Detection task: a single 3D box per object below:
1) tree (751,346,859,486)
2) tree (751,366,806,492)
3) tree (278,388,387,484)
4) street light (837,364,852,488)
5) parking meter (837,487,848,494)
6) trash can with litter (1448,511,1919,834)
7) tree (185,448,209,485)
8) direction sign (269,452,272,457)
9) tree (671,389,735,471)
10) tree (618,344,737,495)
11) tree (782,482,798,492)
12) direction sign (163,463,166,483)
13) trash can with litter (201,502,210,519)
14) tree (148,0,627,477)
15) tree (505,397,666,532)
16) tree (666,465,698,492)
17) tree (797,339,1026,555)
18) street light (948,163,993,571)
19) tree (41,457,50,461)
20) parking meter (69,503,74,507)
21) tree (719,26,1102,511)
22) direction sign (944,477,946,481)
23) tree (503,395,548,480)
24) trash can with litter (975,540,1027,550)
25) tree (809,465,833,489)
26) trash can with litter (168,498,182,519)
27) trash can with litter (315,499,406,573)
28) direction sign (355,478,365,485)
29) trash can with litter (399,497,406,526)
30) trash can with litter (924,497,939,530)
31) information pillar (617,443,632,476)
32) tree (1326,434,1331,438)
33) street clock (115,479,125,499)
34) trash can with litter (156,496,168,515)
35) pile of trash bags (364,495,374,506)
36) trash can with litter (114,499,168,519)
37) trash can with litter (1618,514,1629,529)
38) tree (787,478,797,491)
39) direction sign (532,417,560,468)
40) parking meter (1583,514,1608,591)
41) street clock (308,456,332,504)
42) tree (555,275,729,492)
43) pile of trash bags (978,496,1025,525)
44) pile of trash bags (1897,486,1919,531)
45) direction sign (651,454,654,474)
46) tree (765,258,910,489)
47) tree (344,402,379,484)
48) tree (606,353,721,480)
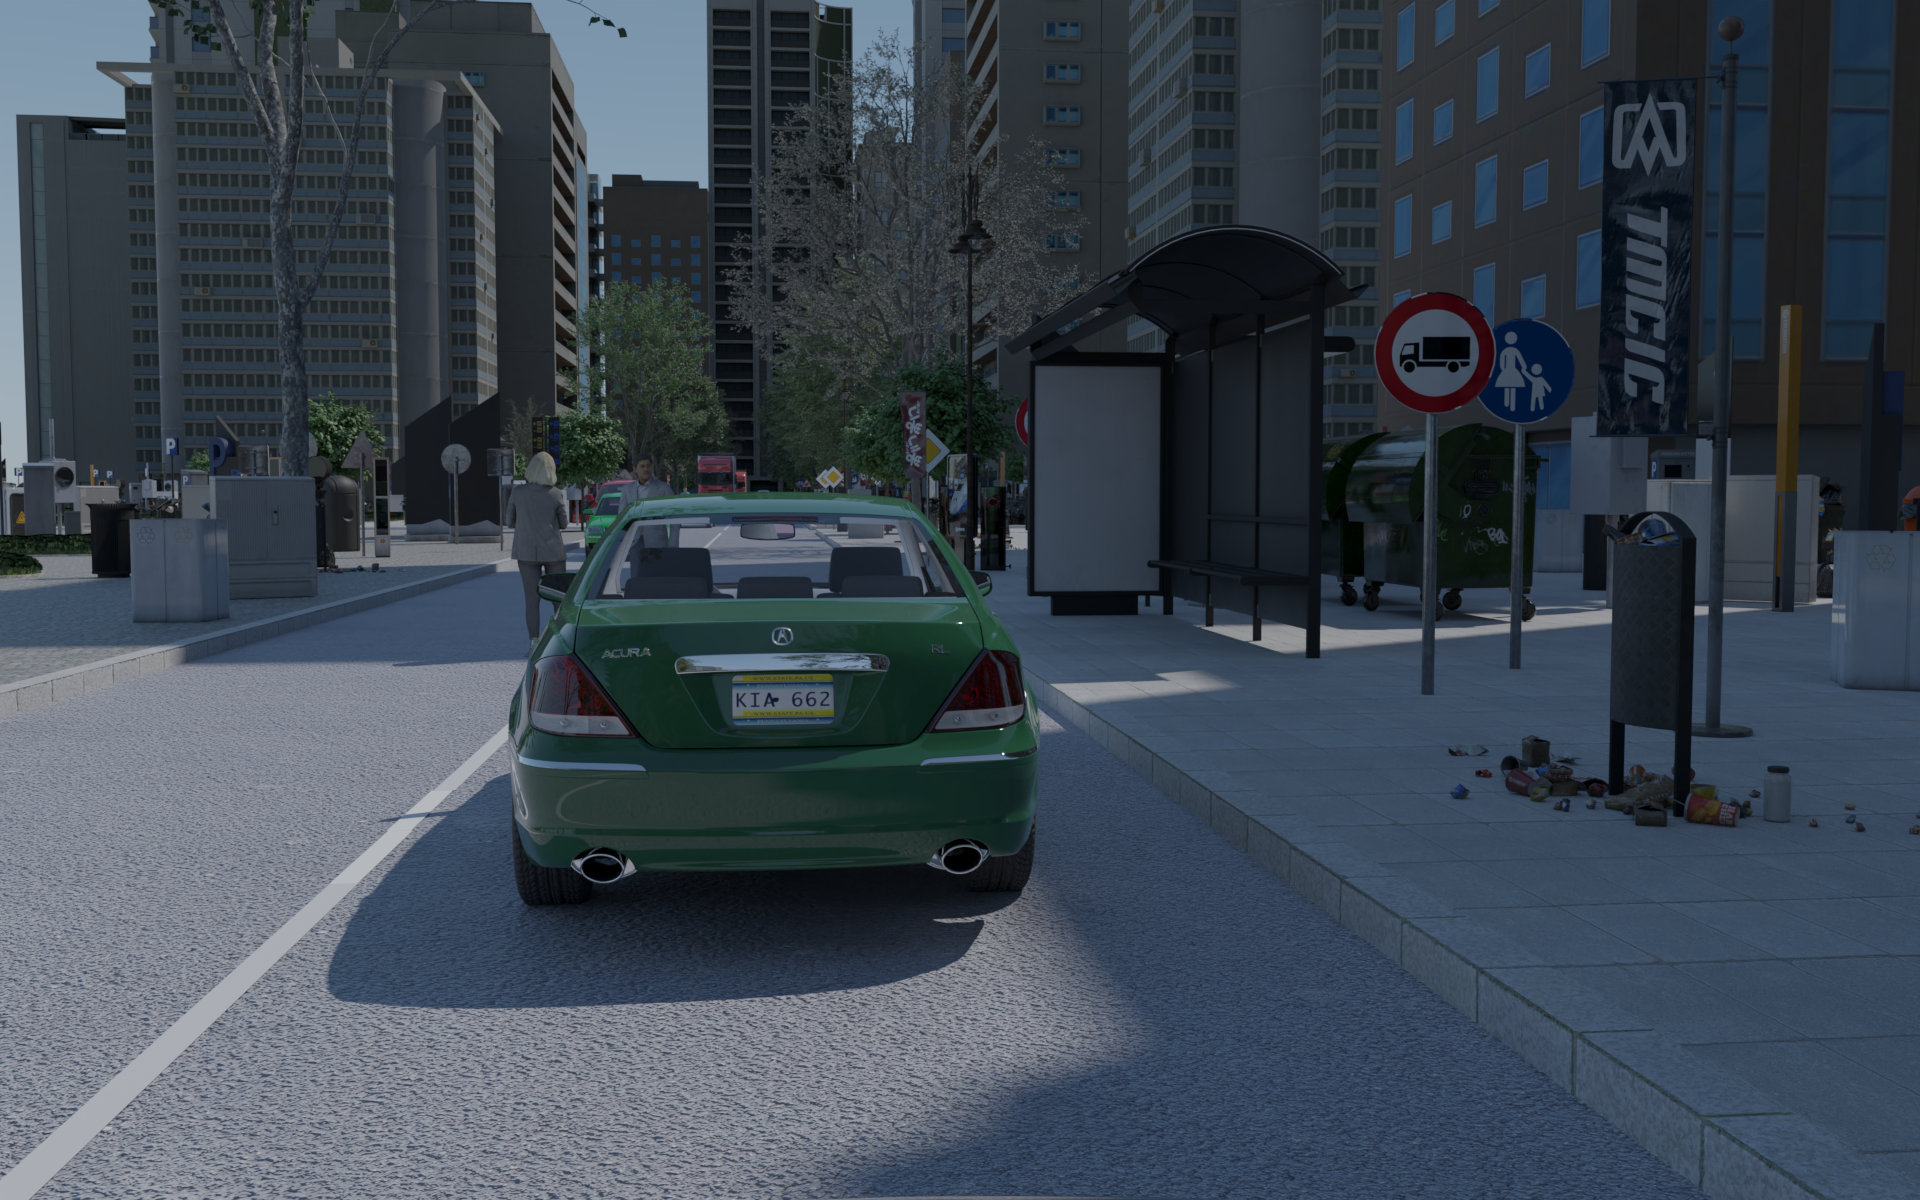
[{"bbox_3d":[-10.816,-13.005,129.641,9.611,12.733,9.660,0,3,0],"label":"tree"},{"bbox_3d":[-14.670,-15.675,162.935,9.857,13.997,8.962,0,3,0],"label":"tree"},{"bbox_3d":[-19.492,-4.282,53.731,4.285,4.588,4.351,0,3,0],"label":"tree"},{"bbox_3d":[-4.112,-5.442,61.768,0.468,5.910,1.993,0,4,-6],"label":"street light"},{"bbox_3d":[-3.986,-3.076,58.704,0.372,1.533,0.369,0,3,0],"label":"parking meter"},{"bbox_3d":[2.879,0.218,7.496,1.678,1.210,2.233,-1,4,-8],"label":"trash can with litter"},{"bbox_3d":[-53.357,-8.522,123.051,4.285,4.588,4.351,0,3,0],"label":"tree"},{"bbox_3d":[-37.003,-6.180,93.042,0.379,3.537,0.876,-1,4,-16],"label":"direction sign"},{"bbox_3d":[-25.239,-15.139,165.644,7.486,12.596,7.792,0,3,0],"label":"tree"},{"bbox_3d":[-21.681,-13.106,131.294,9.611,12.733,9.660,0,3,0],"label":"tree"},{"bbox_3d":[-16.849,-13.891,177.472,4.360,8.622,3.978,0,3,0],"label":"tree"},{"bbox_3d":[-58.036,-8.221,126.408,0.379,3.537,0.876,-1,4,-14],"label":"direction sign"},{"bbox_3d":[-10.077,-0.786,24.239,1.055,1.170,0.624,0,4,-1],"label":"trash can with litter"},{"bbox_3d":[-9.653,-10.232,23.180,12.611,20.169,13.585,0,3,0],"label":"tree"},{"bbox_3d":[-12.965,-4.604,58.982,4.285,4.588,4.351,0,3,0],"label":"tree"},{"bbox_3d":[-24.380,-10.338,152.743,4.285,4.588,4.351,0,3,0],"label":"tree"},{"bbox_3d":[-0.426,-3.242,36.725,4.285,4.588,4.351,0,3,0],"label":"tree"},{"bbox_3d":[0.140,-3.170,24.611,0.468,5.910,1.993,0,4,-6],"label":"street light"},{"bbox_3d":[-42.613,-5.318,81.554,1.663,3.219,1.824,0,3,0],"label":"tree"},{"bbox_3d":[-59.918,-6.803,116.944,0.399,1.863,0.255,0,4,5],"label":"parking meter"},{"bbox_3d":[-1.195,-8.266,45.514,12.009,13.543,11.850,0,3,0],"label":"tree"},{"bbox_3d":[-1.030,-6.707,101.649,0.876,3.537,0.379,0,4,2],"label":"direction sign"},{"bbox_3d":[-32.420,-10.915,128.822,4.360,8.622,3.978,0,3,0],"label":"tree"},{"bbox_3d":[0.836,-1.831,40.990,1.678,1.210,2.233,0,4,-4],"label":"trash can with litter"},{"bbox_3d":[-7.892,-6.376,98.841,1.663,3.219,1.824,0,3,0],"label":"tree"},{"bbox_3d":[-21.340,-2.131,46.227,1.055,1.170,0.624,1,4,11],"label":"trash can with litter"},{"bbox_3d":[-10.267,-1.057,28.334,2.233,1.210,1.678,0,4,-7],"label":"trash can with litter"},{"bbox_3d":[-38.378,-7.236,110.305,0.876,3.537,0.379,-1,4,-16],"label":"direction sign"},{"bbox_3d":[-22.127,-3.592,70.121,0.624,1.170,1.055,2,4,28],"label":"trash can with litter"},{"bbox_3d":[-1.106,-3.038,61.057,0.624,1.170,1.055,-1,4,-21],"label":"trash can with litter"},{"bbox_3d":[-14.713,-5.146,75.496,0.504,3.616,0.183,-2,4,-34],"label":"information pillar"},{"bbox_3d":[11.861,-3.739,55.733,1.663,3.219,1.824,0,3,0],"label":"tree"},{"bbox_3d":[-40.131,-4.786,82.821,0.471,2.002,0.358,2,4,34],"label":"street clock"},{"bbox_3d":[-32.192,-3.634,70.479,2.233,1.210,1.678,1,4,13],"label":"trash can with litter"},{"bbox_3d":[-45.072,-7.515,132.616,1.912,1.369,3.447,1,4,20],"label":"pile of trash bags"},{"bbox_3d":[-19.299,-1.785,40.564,0.624,1.170,1.055,3,5,40],"label":"trash can with litter"},{"bbox_3d":[11.036,-1.072,28.910,1.055,1.170,0.624,-3,5,-43],"label":"trash can with litter"},{"bbox_3d":[-14.112,-10.407,153.874,4.285,4.588,4.351,0,3,0],"label":"tree"},{"bbox_3d":[-12.164,-3.607,50.969,0.876,3.537,0.379,1,4,13],"label":"direction sign"},{"bbox_3d":[8.523,-0.899,23.114,0.372,1.533,0.369,0,3,0],"label":"parking meter"},{"bbox_3d":[-12.245,-1.743,33.071,0.471,2.002,0.358,0,4,4],"label":"street clock"},{"bbox_3d":[-15.461,-9.616,82.982,9.928,11.665,9.643,0,3,0],"label":"tree"},{"bbox_3d":[2.646,-3.822,72.243,3.447,1.369,1.912,-1,4,-16],"label":"pile of trash bags"},{"bbox_3d":[10.416,-0.388,16.097,1.912,1.369,3.447,-2,4,-30],"label":"pile of trash bags"},{"bbox_3d":[-17.505,-6.523,98.647,0.379,3.537,0.876,0,4,-3],"label":"direction sign"},{"bbox_3d":[-5.244,-10.082,82.964,7.486,12.596,7.792,0,3,0],"label":"tree"},{"bbox_3d":[-47.790,-11.428,137.215,4.737,8.622,4.395,0,3,0],"label":"tree"},{"bbox_3d":[-18.628,-10.611,107.906,8.767,10.594,7.601,1,4,11],"label":"tree"}]
